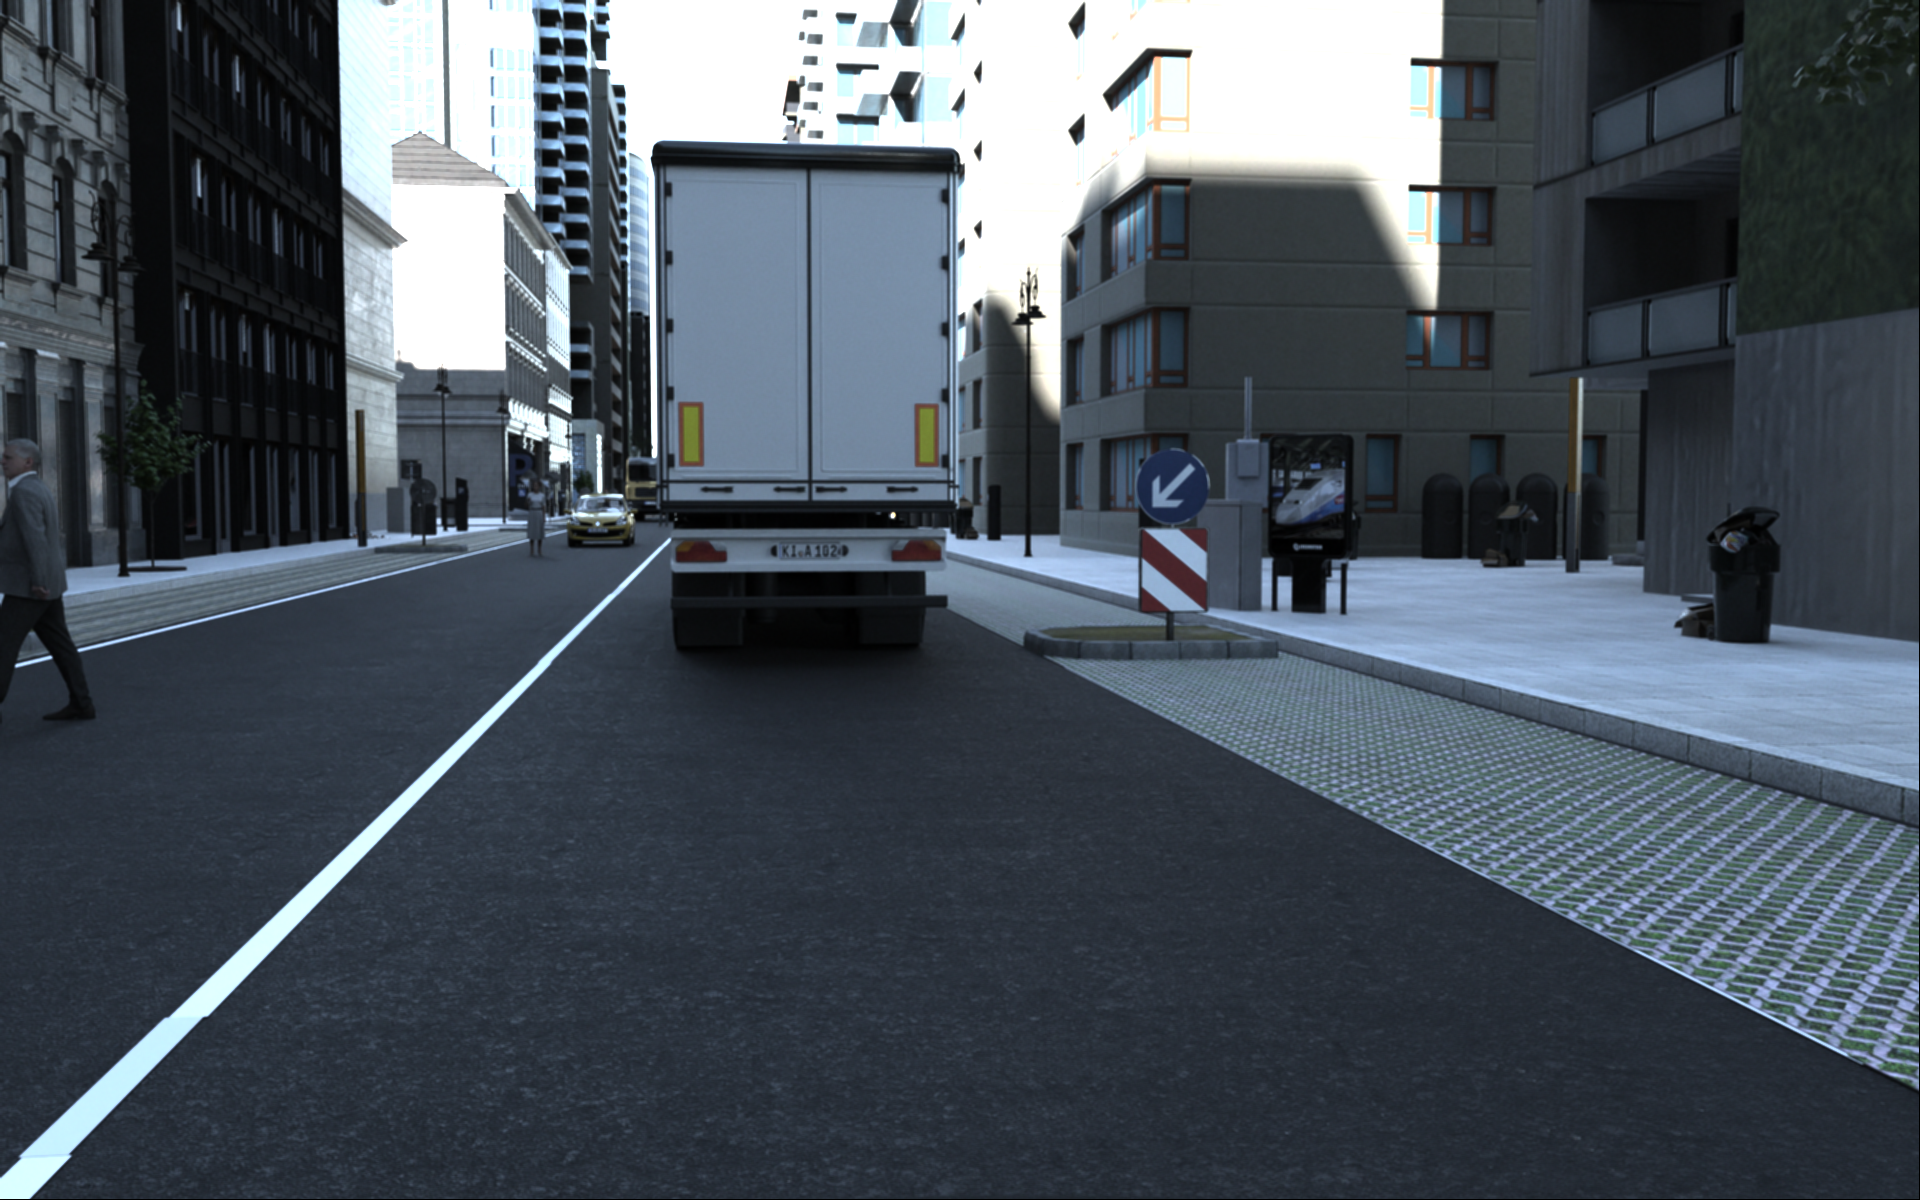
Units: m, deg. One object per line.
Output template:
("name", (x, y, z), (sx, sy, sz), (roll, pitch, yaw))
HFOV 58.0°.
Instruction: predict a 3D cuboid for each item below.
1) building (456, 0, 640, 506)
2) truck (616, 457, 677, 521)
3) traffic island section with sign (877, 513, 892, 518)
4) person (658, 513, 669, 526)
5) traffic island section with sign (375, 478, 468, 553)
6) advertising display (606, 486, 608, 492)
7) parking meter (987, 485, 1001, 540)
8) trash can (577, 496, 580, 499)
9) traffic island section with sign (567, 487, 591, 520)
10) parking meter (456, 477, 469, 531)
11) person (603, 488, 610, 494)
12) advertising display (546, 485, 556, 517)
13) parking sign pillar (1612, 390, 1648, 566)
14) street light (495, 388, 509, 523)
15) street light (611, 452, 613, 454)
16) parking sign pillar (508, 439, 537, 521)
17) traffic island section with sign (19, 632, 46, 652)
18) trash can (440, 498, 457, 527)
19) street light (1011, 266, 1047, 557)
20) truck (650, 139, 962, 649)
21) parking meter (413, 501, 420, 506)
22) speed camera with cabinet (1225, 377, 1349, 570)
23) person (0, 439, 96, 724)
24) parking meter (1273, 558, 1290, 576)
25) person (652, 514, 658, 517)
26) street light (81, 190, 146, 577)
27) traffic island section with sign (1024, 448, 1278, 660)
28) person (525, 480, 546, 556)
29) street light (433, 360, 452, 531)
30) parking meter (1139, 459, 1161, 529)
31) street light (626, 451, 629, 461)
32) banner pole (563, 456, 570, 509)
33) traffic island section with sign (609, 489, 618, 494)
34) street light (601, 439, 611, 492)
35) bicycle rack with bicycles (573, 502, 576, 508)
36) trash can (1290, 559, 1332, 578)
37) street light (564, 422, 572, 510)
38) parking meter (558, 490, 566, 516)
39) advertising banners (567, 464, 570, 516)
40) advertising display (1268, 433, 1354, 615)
("building", (-56.659, -56.992, 244.498), (22.319, 86.520, 31.000), (0, 4, -8))
("truck", (-16.530, -5.951, 93.219), (3.469, 3.379, 9.791), (0, 4, -8))
("traffic island section with sign", (-2.202, -2.105, 43.045), (1.989, 1.847, 2.006), (0, 4, -8))
("person", (-13.178, -4.182, 77.053), (0.661, 1.801, 0.590), (-2, 4, -27))
("traffic island section with sign", (-13.221, -2.080, 42.637), (1.989, 1.847, 2.006), (0, 4, -8))
("advertising display", (-29.728, -8.607, 145.935), (0.123, 1.923, 0.974), (-1, 4, -11))
("parking meter", (0.949, -2.429, 48.122), (0.372, 1.533, 0.369), (0, 3, 0))
("trash can", (-25.837, -6.544, 118.645), (0.748, 1.137, 0.748), (0, 3, 0))
("traffic island section with sign", (-20.792, -5.363, 96.311), (1.989, 1.847, 2.006), (0, 4, -8))
("parking meter", (-17.289, -3.331, 60.179), (0.399, 1.863, 0.255), (0, 4, -6))
("person", (-23.159, -6.406, 113.148), (0.836, 1.842, 0.656), (3, 4, 38))
("advertising display", (-22.673, -5.553, 96.013), (0.123, 1.923, 0.974), (-3, 4, -37))
("parking sign pillar", (12.550, -2.612, 31.172), (1.447, 3.967, 1.447), (2, 4, 30))
("street light", (-19.971, -6.295, 75.719), (0.468, 5.910, 1.993), (0, 4, -8))
("street light", (-30.458, -10.878, 150.646), (0.468, 5.910, 1.993), (0, 4, -8))
("parking sign pillar", (-21.154, -5.827, 83.741), (1.447, 3.967, 1.447), (0, 4, -3))
("traffic island section with sign", (-9.454, -0.446, 15.913), (1.989, 1.847, 2.006), (0, 4, -8))
("trash can", (-19.827, -3.398, 67.215), (0.748, 1.137, 0.748), (0, 3, 0))
("street light", (1.396, -3.827, 35.359), (0.468, 5.910, 1.993), (0, 4, -8))
("truck", (-1.971, -1.866, 19.422), (2.839, 4.237, 11.283), (0, 4, -8))
("parking meter", (-19.204, -3.224, 61.125), (0.372, 1.533, 0.369), (0, 3, 0))
("speed camera with cabinet", (5.575, -2.151, 29.509), (2.038, 3.252, 0.660), (0, 4, 4))
("person", (-5.888, -0.117, 10.815), (0.834, 1.777, 0.661), (-2, 4, -29))
("parking meter", (5.090, -1.143, 27.101), (0.372, 1.533, 0.369), (0, 3, 0))
("person", (-19.093, -5.765, 107.780), (0.505, 1.210, 0.382), (-2, 4, -30))
("street light", (-13.010, -3.302, 26.770), (0.468, 5.910, 1.993), (0, 4, -8))
("traffic island section with sign", (1.638, -0.440, 15.815), (1.989, 1.847, 2.006), (0, 4, -8))
("person", (-9.874, -1.911, 40.313), (0.480, 1.755, 0.524), (-1, 4, -23))
("street light", (-17.882, -5.335, 60.007), (0.468, 5.910, 1.993), (0, 4, -8))
("parking meter", (3.156, -1.408, 28.733), (0.255, 1.863, 0.399), (2, 4, 32))
("street light", (-35.169, -12.905, 183.791), (0.468, 5.910, 1.993), (0, 4, -8))
("banner pole", (-26.041, -7.625, 114.680), (0.401, 3.779, 0.863), (1, 4, 22))
("traffic island section with sign", (-24.598, -7.010, 123.246), (1.989, 1.847, 2.006), (0, 4, -8))
("street light", (-29.274, -10.382, 142.531), (0.468, 5.910, 1.993), (0, 4, -8))
("bicycle rack with bicycles", (-31.589, -7.784, 140.652), (2.852, 0.926, 2.925), (1, 4, 14))
("trash can", (5.187, -0.852, 25.586), (0.748, 1.137, 0.748), (0, 3, 0))
("street light", (-24.569, -8.318, 108.792), (0.468, 5.910, 1.993), (0, 4, -8))
("parking meter", (-26.583, -6.579, 115.978), (0.372, 1.533, 0.369), (0, 3, 0))
("advertising banners", (-23.363, -6.551, 103.290), (0.090, 3.025, 2.074), (-1, 4, -10))
("advertising display", (3.776, -0.825, 18.697), (0.974, 1.923, 0.123), (3, 5, 42))
